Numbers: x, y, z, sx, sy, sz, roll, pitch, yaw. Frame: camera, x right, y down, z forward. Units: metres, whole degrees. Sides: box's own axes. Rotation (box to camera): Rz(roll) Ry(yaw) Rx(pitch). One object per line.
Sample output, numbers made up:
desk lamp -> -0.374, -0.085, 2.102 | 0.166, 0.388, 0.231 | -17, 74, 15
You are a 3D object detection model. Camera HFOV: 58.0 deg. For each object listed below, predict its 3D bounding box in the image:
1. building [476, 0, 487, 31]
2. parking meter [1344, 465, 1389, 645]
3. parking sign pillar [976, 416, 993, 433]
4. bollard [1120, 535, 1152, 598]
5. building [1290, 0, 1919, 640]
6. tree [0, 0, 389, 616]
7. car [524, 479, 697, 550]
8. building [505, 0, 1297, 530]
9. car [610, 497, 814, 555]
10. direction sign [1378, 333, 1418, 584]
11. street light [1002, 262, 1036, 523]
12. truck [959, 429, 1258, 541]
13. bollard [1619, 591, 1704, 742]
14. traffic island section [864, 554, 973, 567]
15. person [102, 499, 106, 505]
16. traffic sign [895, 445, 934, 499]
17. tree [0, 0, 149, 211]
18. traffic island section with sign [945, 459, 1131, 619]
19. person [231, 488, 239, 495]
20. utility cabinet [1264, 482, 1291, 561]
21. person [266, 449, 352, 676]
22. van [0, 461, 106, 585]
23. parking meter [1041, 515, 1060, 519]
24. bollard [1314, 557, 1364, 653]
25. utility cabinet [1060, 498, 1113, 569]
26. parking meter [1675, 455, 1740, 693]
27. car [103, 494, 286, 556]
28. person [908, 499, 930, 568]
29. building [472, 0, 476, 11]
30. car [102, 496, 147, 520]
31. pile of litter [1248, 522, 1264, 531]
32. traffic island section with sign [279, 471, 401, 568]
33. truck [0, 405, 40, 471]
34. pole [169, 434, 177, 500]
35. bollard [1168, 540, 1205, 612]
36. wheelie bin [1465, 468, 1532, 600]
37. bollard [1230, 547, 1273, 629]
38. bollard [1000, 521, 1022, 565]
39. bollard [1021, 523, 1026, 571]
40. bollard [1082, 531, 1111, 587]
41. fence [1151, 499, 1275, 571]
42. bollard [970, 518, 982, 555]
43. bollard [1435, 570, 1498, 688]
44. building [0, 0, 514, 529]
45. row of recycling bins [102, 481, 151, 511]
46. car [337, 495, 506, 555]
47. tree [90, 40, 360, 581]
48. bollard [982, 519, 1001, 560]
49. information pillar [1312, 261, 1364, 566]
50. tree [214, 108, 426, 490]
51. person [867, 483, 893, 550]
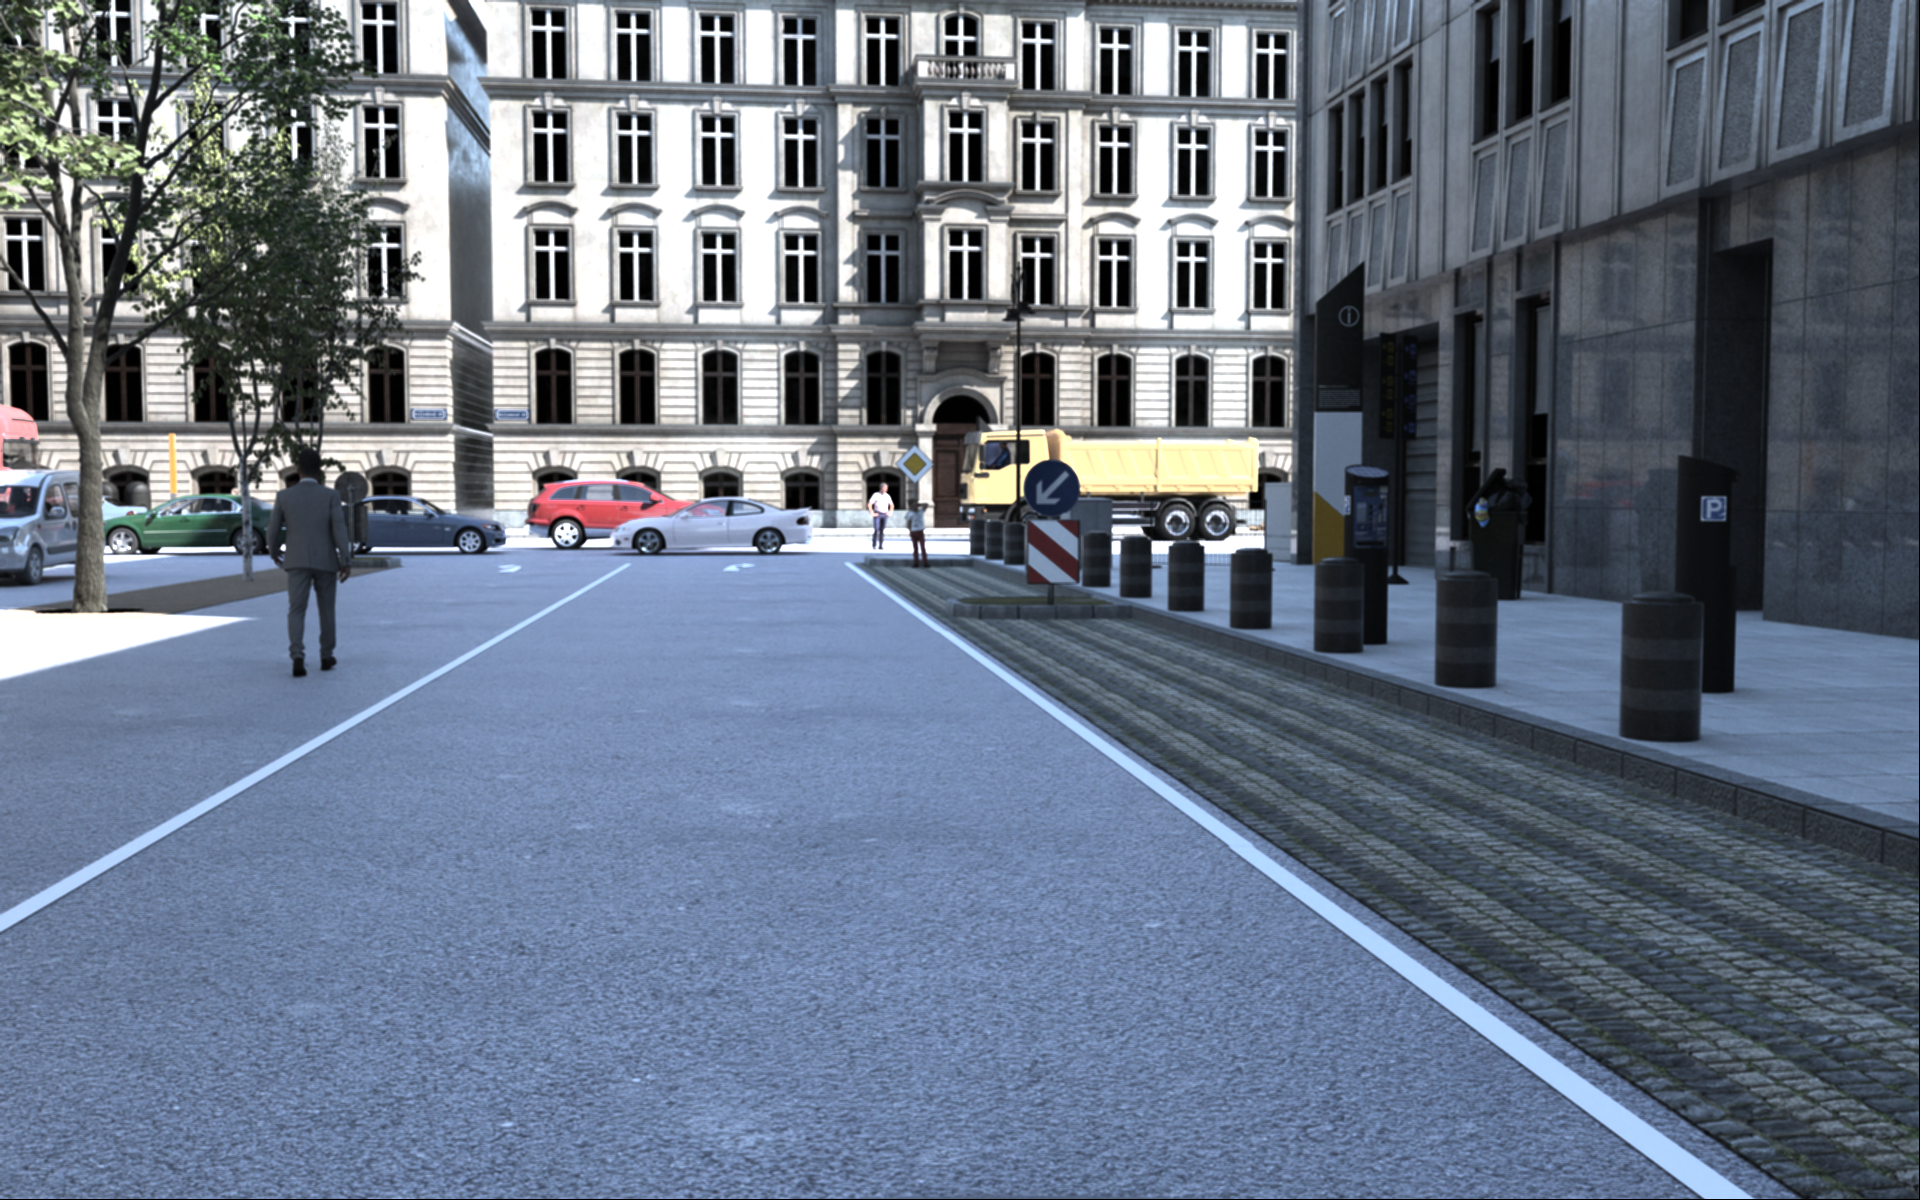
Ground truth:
building -> -45.549, -30.076, 141.851 | 14.600, 45.320, 14.200 | 0, 4, -7
parking meter -> 3.486, -0.395, 14.870 | 0.372, 1.533, 0.369 | 0, 3, 0
parking sign pillar -> 1.147, -4.398, 60.386 | 1.447, 3.967, 1.447 | 3, 5, 42
bollard -> 2.191, -0.419, 21.569 | 0.404, 0.777, 0.398 | 0, 3, 0
building -> 13.208, -12.467, 21.858 | 12.078, 24.808, 19.932 | 0, 4, -7
tree -> -10.328, -5.635, 20.347 | 9.928, 11.665, 9.643 | 0, 3, 0
car -> -8.738, -2.259, 45.600 | 5.304, 1.827, 2.281 | 0, 4, -7
building -> -0.615, -15.269, 68.741 | 34.723, 24.649, 14.460 | 0, 4, -7
car -> -5.927, -1.781, 41.483 | 4.827, 1.381, 2.083 | 0, 4, -7
direction sign -> 6.222, -1.998, 24.664 | 0.876, 3.537, 0.379 | -3, 5, -41
street light -> 1.168, -3.781, 34.614 | 0.468, 5.910, 1.993 | 0, 4, -7
truck -> 4.066, -3.505, 53.226 | 9.791, 3.379, 3.469 | 0, 4, -8
bollard -> 3.693, 0.342, 9.123 | 0.404, 0.777, 0.398 | 0, 3, 0
traffic island section -> -0.897, -0.795, 35.278 | 2.009, 0.180, 2.903 | 0, 4, -7
person -> -21.716, -2.085, 43.306 | 0.376, 1.734, 0.841 | 1, 4, 10
traffic sign -> -0.919, -1.930, 35.198 | 0.795, 2.450, 0.064 | 0, 4, -7
tree -> -9.264, -5.566, 11.593 | 7.486, 12.596, 7.792 | 0, 3, 0
traffic island section with sign -> 0.861, -0.734, 20.630 | 1.989, 1.847, 2.006 | 0, 4, -7
person -> -20.705, -2.400, 49.547 | 0.330, 1.601, 0.589 | -1, 4, -18
utility cabinet -> 6.247, -1.476, 32.811 | 0.318, 1.500, 1.173 | -2, 4, -27
person -> -5.214, -0.312, 13.874 | 0.678, 1.792, 0.850 | -1, 4, -12
van -> -15.502, -1.306, 28.370 | 2.013, 2.044, 4.112 | 0, 4, -7
parking meter -> 1.669, -1.573, 31.424 | 0.255, 1.863, 0.399 | 3, 5, 42
bollard -> 3.089, 0.037, 14.115 | 0.404, 0.777, 0.398 | 0, 3, 0
utility cabinet -> 2.179, -1.139, 29.779 | 1.020, 1.237, 0.306 | -3, 5, -41
parking meter -> 4.863, -0.176, 11.289 | 0.372, 1.533, 0.369 | 0, 3, 0
car -> -18.152, -1.806, 41.327 | 4.920, 1.459, 2.131 | 0, 4, -5
person -> -0.791, -1.288, 33.476 | 0.435, 1.345, 0.340 | 0, 4, -3
building -> -43.741, -27.179, 127.974 | 14.154, 41.232, 14.086 | 0, 4, -7
car -> -27.030, -2.478, 52.518 | 4.499, 1.417, 2.014 | 0, 4, -6
pile of litter -> 10.587, -2.822, 60.097 | 1.176, 0.858, 1.719 | 0, 4, 6
traffic island section with sign -> -12.143, -1.592, 34.167 | 2.006, 1.907, 1.989 | 0, 4, -7
truck -> -29.660, -3.453, 45.376 | 11.283, 4.237, 2.839 | -1, 4, -9
pole -> -26.568, -3.954, 58.491 | 0.158, 3.312, 0.155 | 0, 3, 0
bollard -> 2.494, -0.267, 19.089 | 0.404, 0.777, 0.398 | 0, 3, 0
wheelie bin -> 6.600, -0.814, 21.210 | 0.693, 1.594, 0.980 | 2, 4, 27
bollard -> 2.792, -0.116, 16.607 | 0.404, 0.777, 0.398 | 0, 3, 0
bollard -> 1.000, -1.026, 31.500 | 0.404, 0.777, 0.398 | 0, 3, 0
bollard -> 1.294, -0.874, 29.013 | 0.404, 0.777, 0.398 | 0, 3, 0
bollard -> 1.895, -0.571, 24.051 | 0.404, 0.777, 0.398 | 0, 3, 0
fence -> 4.200, -1.114, 29.416 | 2.264, 1.192, 0.480 | 2, 4, 32
bollard -> 0.401, -1.330, 36.462 | 0.404, 0.777, 0.398 | 0, 3, 0
bollard -> 3.394, 0.190, 11.614 | 0.404, 0.777, 0.398 | 0, 3, 0
building -> -35.648, -15.005, 64.414 | 34.723, 24.649, 14.460 | 0, 4, -7
row of recycling bins -> -27.858, -2.966, 55.606 | 3.534, 1.692, 1.069 | -1, 4, -14
car -> -13.207, -1.809, 41.581 | 4.499, 1.417, 2.014 | -1, 4, -9
tree -> -11.580, -4.590, 27.860 | 4.737, 8.622, 4.395 | 0, 3, 0
bollard -> 0.697, -1.178, 33.981 | 0.404, 0.777, 0.398 | 0, 3, 0
information pillar -> 3.836, -1.600, 17.515 | 0.504, 3.616, 0.183 | 0, 4, 1
tree -> -12.182, -4.871, 32.461 | 4.360, 8.622, 3.978 | 0, 3, 0
person -> -2.000, -2.139, 44.406 | 0.756, 1.711, 0.436 | -2, 4, -25
